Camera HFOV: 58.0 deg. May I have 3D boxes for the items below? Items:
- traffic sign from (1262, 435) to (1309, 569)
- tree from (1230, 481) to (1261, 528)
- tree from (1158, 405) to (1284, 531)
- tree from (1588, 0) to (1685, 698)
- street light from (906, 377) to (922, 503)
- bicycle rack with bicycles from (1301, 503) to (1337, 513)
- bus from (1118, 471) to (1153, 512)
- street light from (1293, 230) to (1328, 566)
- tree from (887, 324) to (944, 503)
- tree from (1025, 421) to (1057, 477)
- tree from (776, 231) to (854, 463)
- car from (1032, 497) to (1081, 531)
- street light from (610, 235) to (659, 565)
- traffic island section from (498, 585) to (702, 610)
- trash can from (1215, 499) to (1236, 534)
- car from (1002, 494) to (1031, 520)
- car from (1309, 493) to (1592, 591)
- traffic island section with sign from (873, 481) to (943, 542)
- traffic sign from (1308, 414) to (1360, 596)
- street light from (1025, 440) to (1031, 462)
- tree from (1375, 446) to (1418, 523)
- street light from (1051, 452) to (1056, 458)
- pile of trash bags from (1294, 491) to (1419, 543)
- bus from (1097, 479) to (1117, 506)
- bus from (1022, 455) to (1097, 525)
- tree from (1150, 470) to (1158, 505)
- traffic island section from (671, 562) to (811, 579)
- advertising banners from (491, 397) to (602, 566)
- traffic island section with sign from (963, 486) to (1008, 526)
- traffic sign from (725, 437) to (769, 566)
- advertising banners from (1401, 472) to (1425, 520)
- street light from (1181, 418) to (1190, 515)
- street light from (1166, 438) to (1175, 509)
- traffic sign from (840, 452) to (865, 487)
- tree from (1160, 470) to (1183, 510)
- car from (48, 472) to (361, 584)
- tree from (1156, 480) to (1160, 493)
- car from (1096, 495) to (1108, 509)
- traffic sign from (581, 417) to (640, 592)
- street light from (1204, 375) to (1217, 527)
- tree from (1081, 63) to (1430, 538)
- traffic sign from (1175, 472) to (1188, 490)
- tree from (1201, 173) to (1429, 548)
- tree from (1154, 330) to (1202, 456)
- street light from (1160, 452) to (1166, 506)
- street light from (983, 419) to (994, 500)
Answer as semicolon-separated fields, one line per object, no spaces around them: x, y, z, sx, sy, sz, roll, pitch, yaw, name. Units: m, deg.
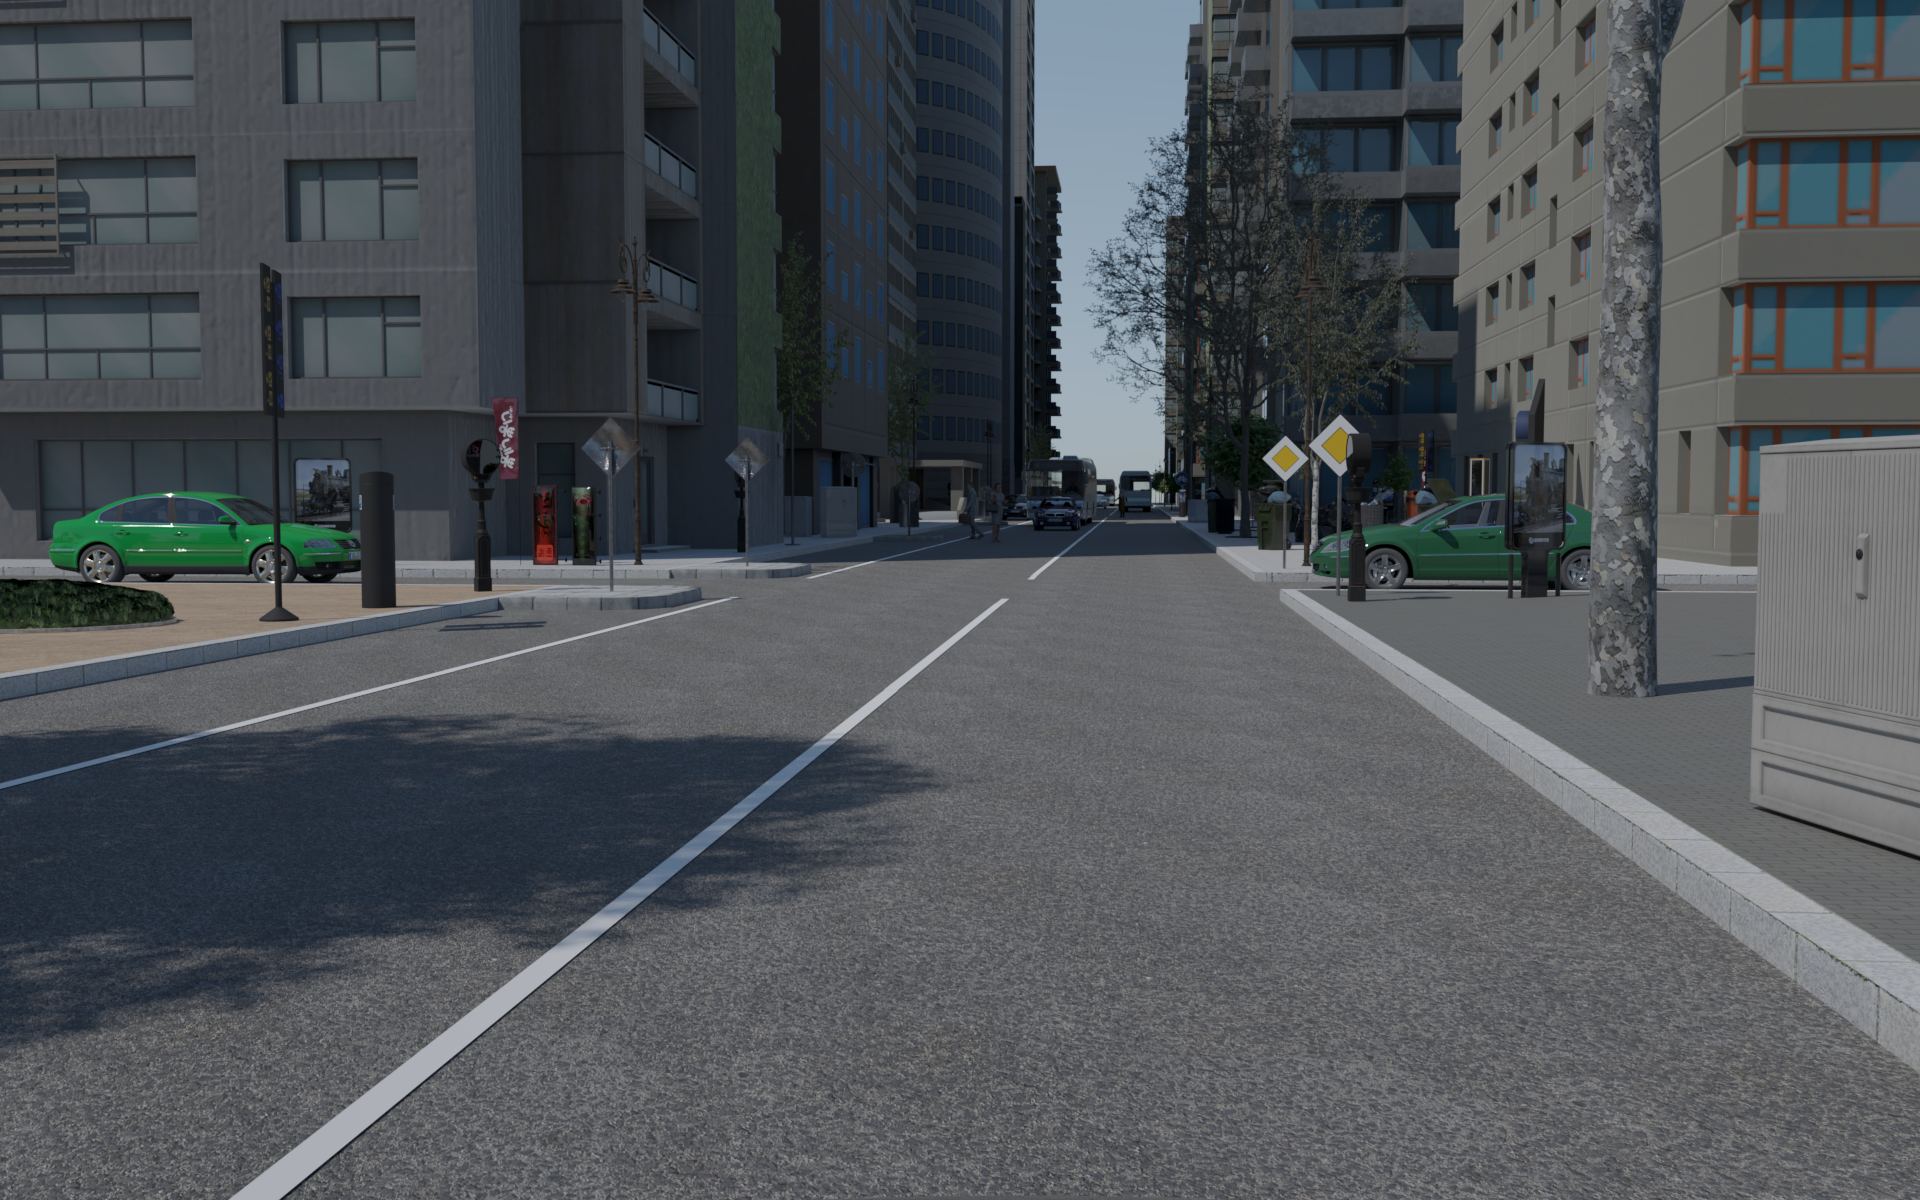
5.572;-1.594;29.710;0.795;2.450;0.064;0;4;6;traffic sign
11.215;-4.356;65.828;1.663;3.219;1.824;0;3;0;tree
10.113;-4.711;60.743;4.285;4.588;4.351;0;3;0;tree
4.736;-9.371;9.109;12.611;20.169;13.585;0;3;0;tree
-1.818;-5.851;68.456;0.468;5.910;1.993;0;4;6;street light
14.253;-3.218;65.996;2.852;0.926;2.925;-2;4;-30;bicycle rack with bicycles
14.442;-9.024;142.396;2.948;3.499;13.247;0;4;6;bus
6.165;-3.537;30.623;0.468;5.910;1.993;0;4;6;street light
-2.639;-7.577;74.240;4.737;8.622;4.395;0;3;0;tree
7.719;-13.667;173.824;4.737;8.622;4.395;0;3;0;tree
-5.148;-6.059;49.434;4.737;8.622;4.395;0;3;0;tree
3.875;-3.446;68.915;1.945;1.354;3.894;0;4;6;car
-5.816;-3.569;31.144;0.468;5.910;1.993;0;4;6;street light
-4.606;-0.032;22.799;2.009;0.180;2.903;0;4;6;traffic island section
8.518;-2.689;55.623;0.748;1.137;0.748;0;3;0;trash can
3.177;-5.333;96.980;2.009;1.686;4.222;0;4;4;car
7.731;-0.863;25.914;4.920;1.459;2.131;0;4;7;car
-1.543;-2.708;52.902;1.989;1.847;2.006;0;4;6;traffic island section with sign
4.762;-1.108;21.766;0.795;2.450;0.064;0;4;6;traffic sign
5.721;-10.496;144.397;0.468;5.910;1.993;0;4;6;street light
17.563;-4.597;69.757;1.663;3.219;1.824;0;3;0;tree
10.423;-13.281;189.936;0.468;5.910;1.993;0;4;6;street light
10.656;-2.197;45.673;3.447;1.369;1.912;0;4;-5;pile of trash bags
17.002;-12.791;203.990;2.948;3.499;13.247;0;4;5;bus
4.911;-5.340;82.172;2.948;3.499;13.247;0;4;7;bus
24.478;-13.918;211.279;4.285;4.588;4.351;0;3;0;tree
-3.796;-0.518;30.743;2.009;0.180;2.903;0;4;6;traffic island section
-7.435;-2.135;31.096;2.074;3.025;0.090;1;4;13;advertising banners
1.201;-4.348;79.718;1.989;1.847;2.006;0;4;6;traffic island section with sign
-3.772;-1.654;30.679;0.795;2.450;0.064;0;4;6;traffic sign
16.501;-4.074;62.805;0.090;3.025;2.074;-1;4;-10;advertising banners
13.811;-8.190;106.692;0.468;5.910;1.993;0;4;6;street light
17.580;-10.447;143.591;0.468;5.910;1.993;0;4;6;street light
-3.260;-3.212;52.626;0.768;2.556;0.104;0;4;6;traffic sign
17.084;-8.779;138.138;1.663;3.219;1.824;0;3;0;tree
-11.778;-1.130;27.269;4.718;1.807;1.959;0;4;4;car
23.674;-12.706;202.348;1.663;3.219;1.824;0;3;0;tree
13.250;-9.482;167.392;2.083;1.381;4.827;0;4;4;car
-4.582;-1.168;22.735;0.795;2.450;0.064;0;4;6;traffic sign
9.718;-5.778;67.259;0.468;5.910;1.993;0;4;6;street light
8.211;-8.561;50.345;12.009;13.543;11.850;0;3;0;tree
12.980;-6.194;101.371;0.768;2.556;0.104;0;4;6;traffic sign
8.618;-5.534;40.837;4.360;8.622;3.978;0;3;0;tree
10.237;-7.395;71.264;4.360;8.622;3.978;0;3;0;tree
21.316;-12.686;180.208;0.468;5.910;1.993;0;4;6;street light
1.913;-8.223;107.226;0.468;5.910;1.993;0;4;6;street light
